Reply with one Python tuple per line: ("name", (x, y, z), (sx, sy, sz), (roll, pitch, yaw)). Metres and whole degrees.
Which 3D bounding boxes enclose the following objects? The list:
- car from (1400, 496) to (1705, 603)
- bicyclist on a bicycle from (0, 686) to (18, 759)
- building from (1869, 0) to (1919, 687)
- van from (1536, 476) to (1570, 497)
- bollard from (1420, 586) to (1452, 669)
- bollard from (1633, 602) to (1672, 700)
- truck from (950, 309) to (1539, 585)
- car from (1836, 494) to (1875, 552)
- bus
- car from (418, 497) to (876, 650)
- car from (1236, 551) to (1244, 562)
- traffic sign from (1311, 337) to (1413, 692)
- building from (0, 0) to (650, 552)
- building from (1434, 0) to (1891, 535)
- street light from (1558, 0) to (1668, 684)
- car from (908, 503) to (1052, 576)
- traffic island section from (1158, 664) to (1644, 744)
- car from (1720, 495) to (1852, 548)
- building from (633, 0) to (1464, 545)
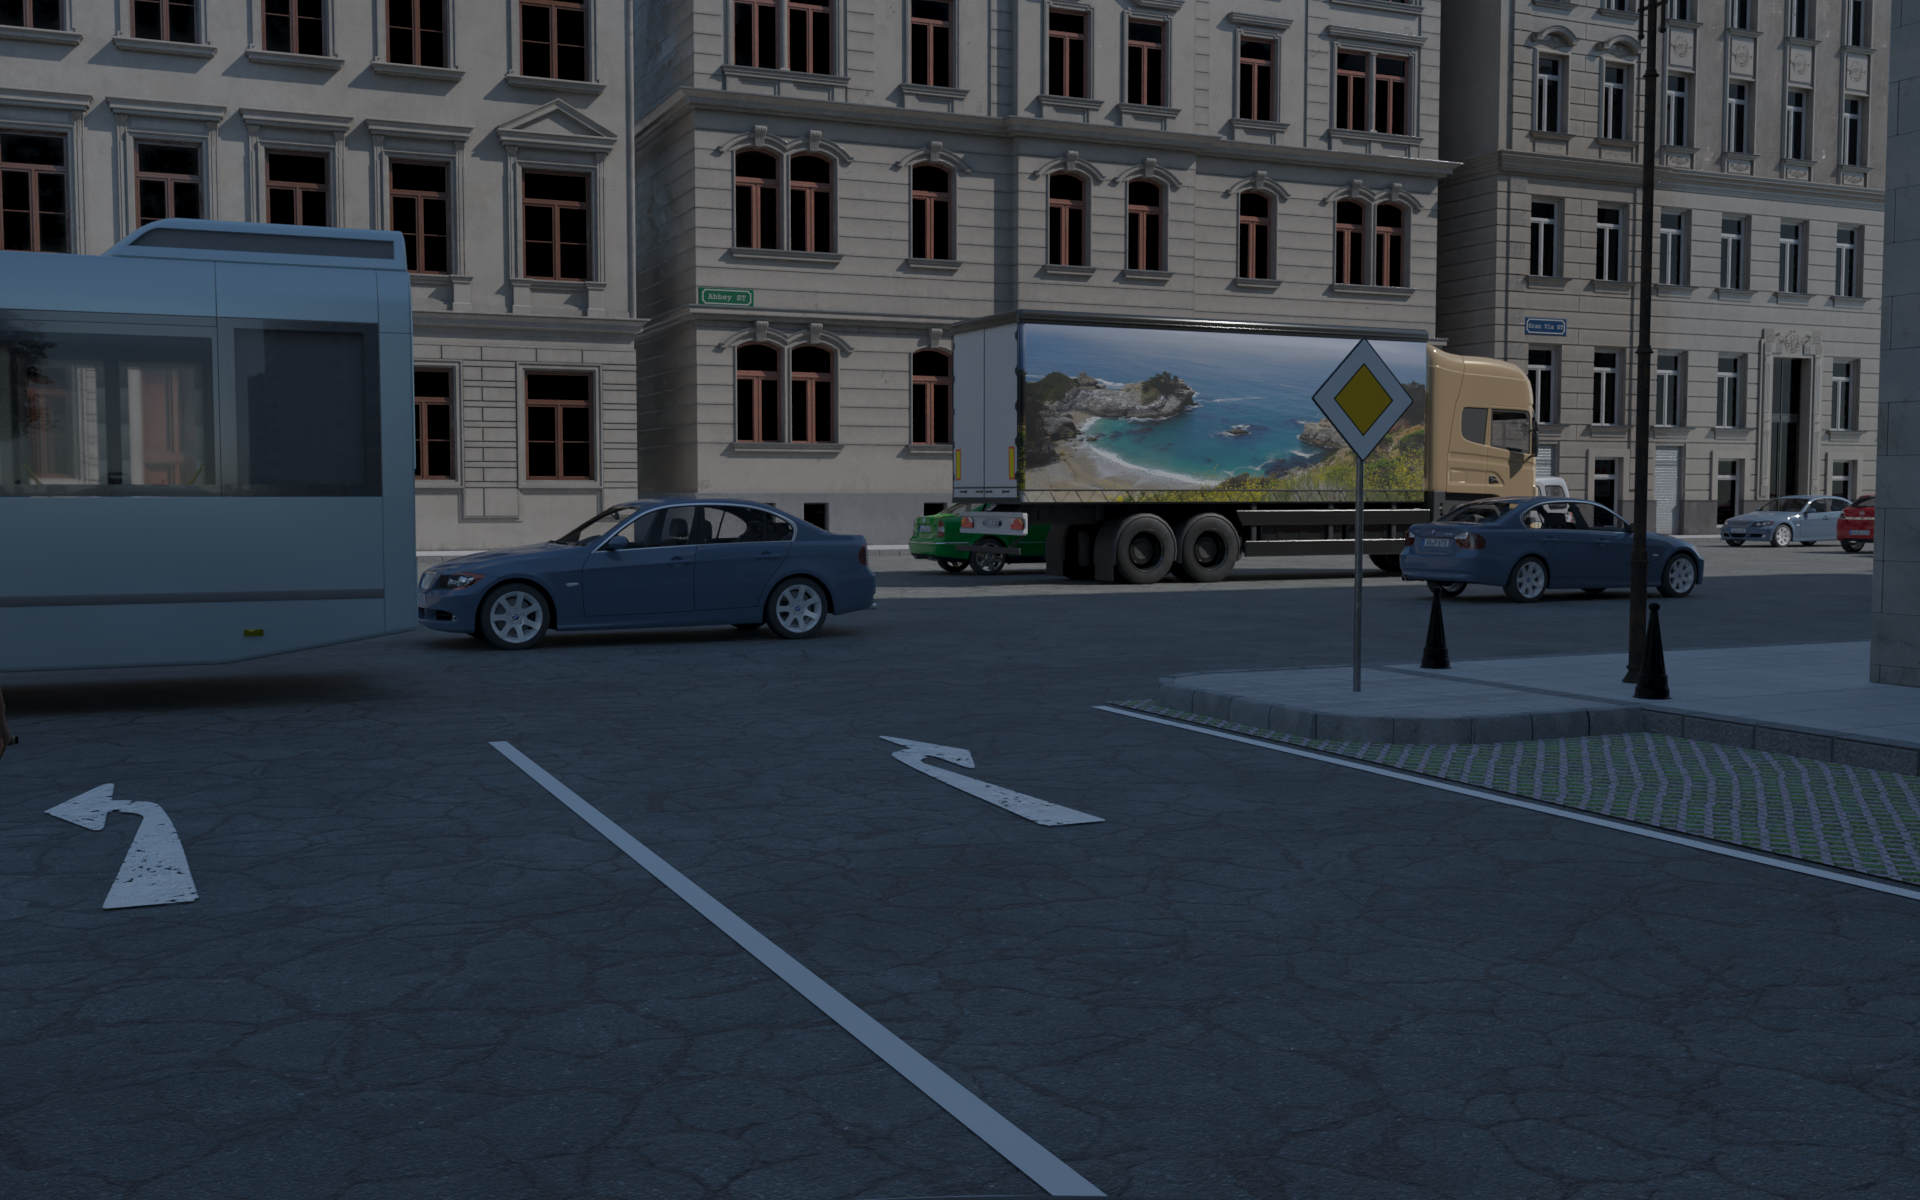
("car", (8.255, -0.735, 24.022), (4.499, 1.417, 2.014), (-2, 4, -26))
("bicyclist on a bicycle", (-2.160, 0.414, 3.247), (1.499, 1.676, 1.625), (-1, 4, -22))
("building", (14.379, -9.229, 5.652), (10.420, 20.320, 16.860), (-2, 4, -24))
("van", (12.001, -1.989, 39.527), (4.112, 2.044, 2.013), (-2, 4, -26))
("bollard", (3.513, 0.200, 12.776), (0.229, 0.601, 0.229), (0, 3, 0))
("bollard", (4.360, 0.315, 10.891), (0.229, 0.601, 0.229), (0, 3, 0))
("truck", (5.420, -2.496, 29.716), (11.283, 4.237, 2.839), (-2, 4, -26))
("car", (23.656, -2.051, 42.580), (4.494, 1.783, 2.155), (-2, 4, -24))
("bus", (-10.270, -0.942, 10.267), (13.247, 3.499, 2.948), (-2, 4, -24))
("car", (-3.082, -0.320, 17.239), (4.499, 1.417, 2.014), (-2, 4, -26))
("car", (4.173, -1.620, 36.716), (3.980, 1.641, 2.015), (-2, 4, -24))
("traffic sign", (2.577, -0.462, 11.192), (0.795, 2.450, 0.064), (-2, 4, -24))
("building", (-18.565, -12.498, 40.499), (21.152, 22.565, 11.583), (-2, 4, -24))
("building", (24.279, -16.067, 59.957), (25.104, 27.353, 12.463), (-2, 4, -24))
("street light", (4.605, -2.375, 11.612), (0.468, 5.910, 1.993), (-2, 4, -24))
("car", (1.423, -1.399, 31.668), (4.718, 1.807, 1.959), (-1, 4, -23))
("traffic island section", (2.595, 0.673, 11.278), (2.009, 0.180, 2.903), (-2, 4, -24))
("car", (23.044, -2.179, 47.625), (4.499, 1.417, 2.014), (-1, 4, -23))
("building", (1.251, -16.115, 50.865), (23.554, 28.519, 14.401), (-2, 4, -24))
